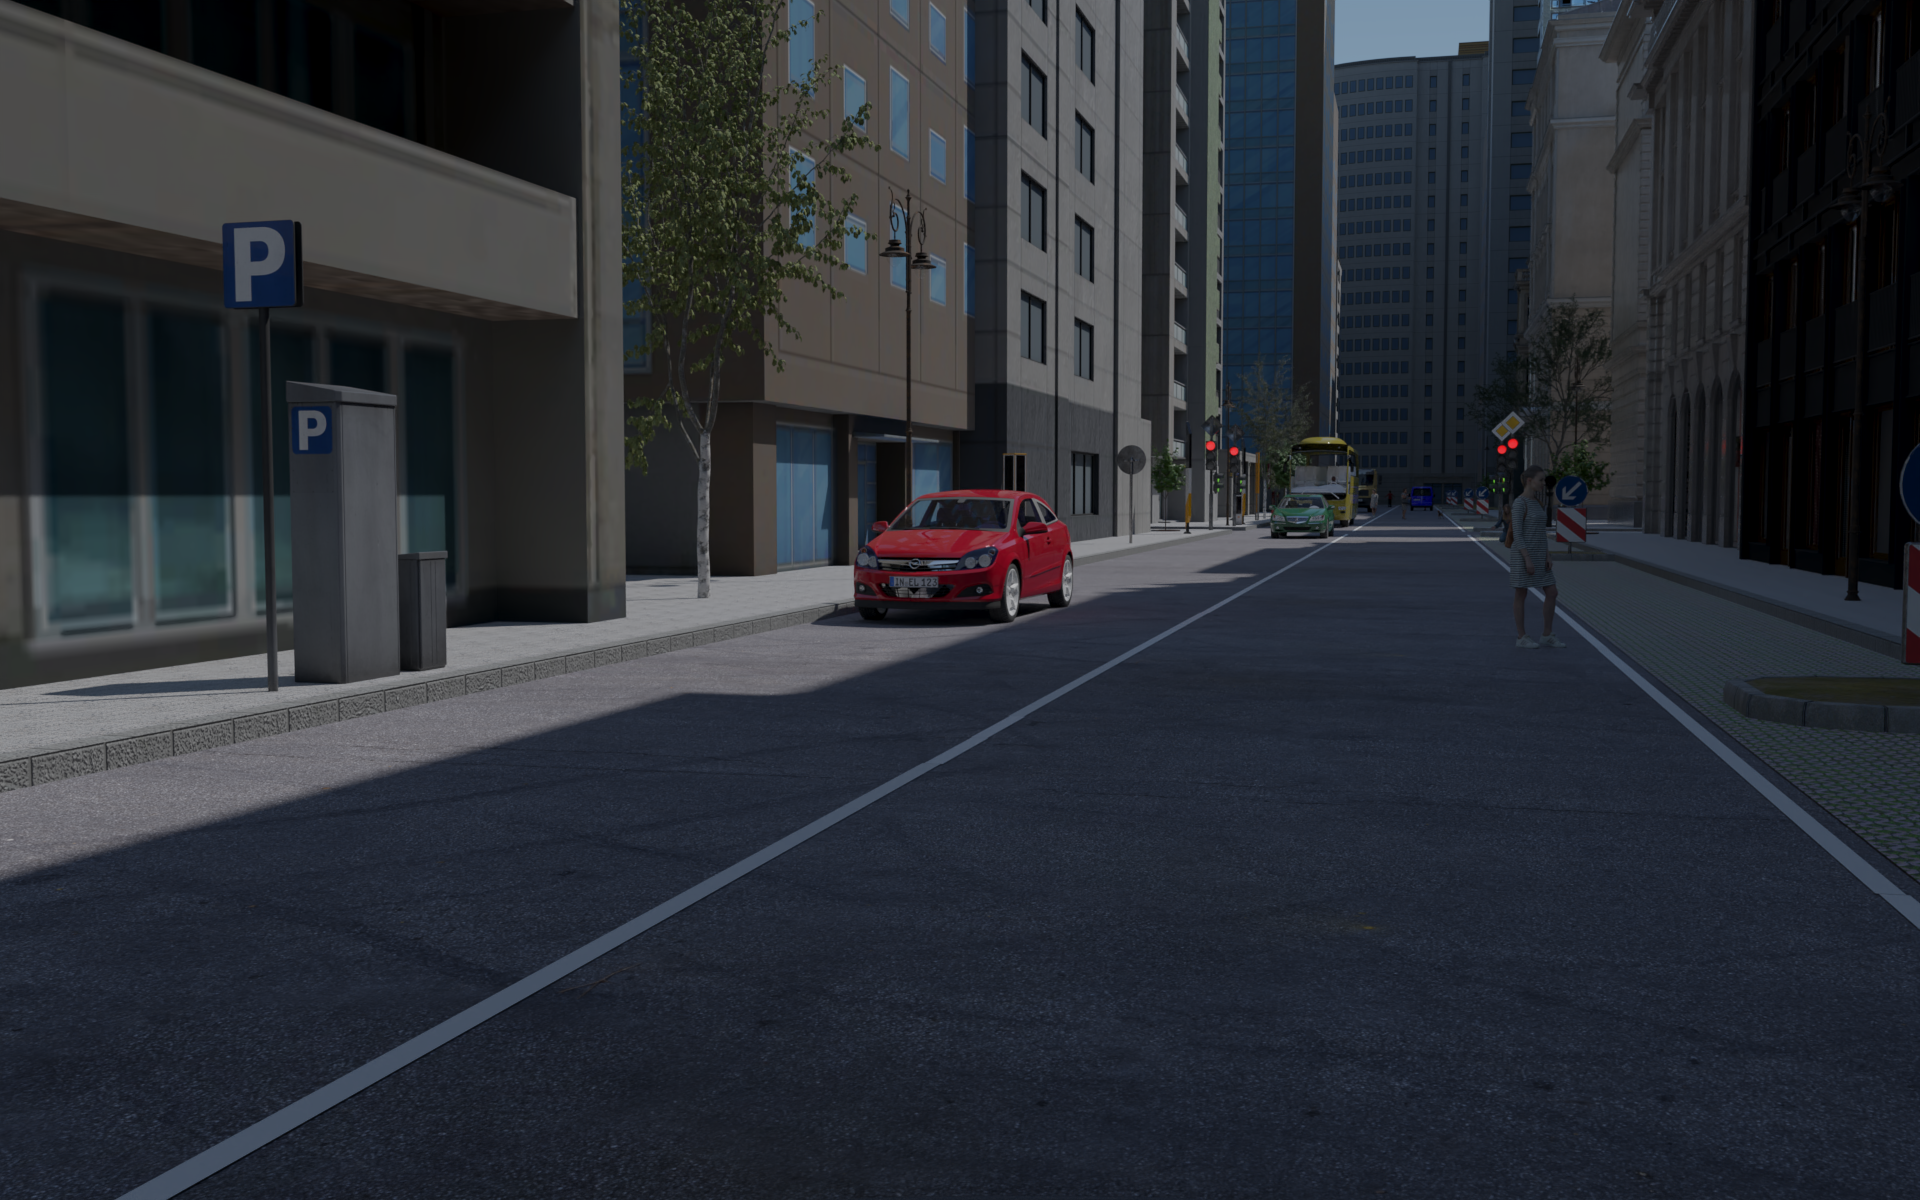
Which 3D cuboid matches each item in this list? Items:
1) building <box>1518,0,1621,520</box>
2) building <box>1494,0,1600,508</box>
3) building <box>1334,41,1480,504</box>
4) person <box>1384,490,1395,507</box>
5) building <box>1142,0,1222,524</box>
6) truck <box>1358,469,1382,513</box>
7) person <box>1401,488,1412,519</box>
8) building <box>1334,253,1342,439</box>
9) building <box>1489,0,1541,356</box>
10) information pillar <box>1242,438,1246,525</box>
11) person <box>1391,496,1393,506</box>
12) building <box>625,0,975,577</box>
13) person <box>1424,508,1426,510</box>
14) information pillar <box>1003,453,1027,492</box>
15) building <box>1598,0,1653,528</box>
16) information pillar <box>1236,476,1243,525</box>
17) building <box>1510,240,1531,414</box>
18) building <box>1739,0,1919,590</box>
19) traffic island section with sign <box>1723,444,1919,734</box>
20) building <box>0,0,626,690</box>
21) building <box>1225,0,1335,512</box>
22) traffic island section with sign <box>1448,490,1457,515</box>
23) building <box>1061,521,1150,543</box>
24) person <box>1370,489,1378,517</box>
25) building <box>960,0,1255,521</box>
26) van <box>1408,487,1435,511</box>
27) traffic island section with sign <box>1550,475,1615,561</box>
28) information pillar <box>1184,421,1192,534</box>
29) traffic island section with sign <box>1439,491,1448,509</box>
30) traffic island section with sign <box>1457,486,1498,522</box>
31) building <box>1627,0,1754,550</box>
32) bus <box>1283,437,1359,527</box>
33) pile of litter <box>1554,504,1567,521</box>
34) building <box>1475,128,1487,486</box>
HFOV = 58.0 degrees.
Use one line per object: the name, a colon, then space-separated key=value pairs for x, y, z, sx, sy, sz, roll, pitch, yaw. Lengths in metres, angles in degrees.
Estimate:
building: x=37.775 y=-18.803 z=93.328 sx=13.634 sy=28.700 sz=20.117 roll=1 pitch=4 yaw=15
building: x=59.206 y=-51.180 z=149.463 sx=22.319 sy=86.520 sz=31.000 roll=1 pitch=4 yaw=15
building: x=58.631 y=-42.167 z=231.430 sx=28.212 sy=58.520 sz=21.231 roll=1 pitch=4 yaw=15
person: x=46.030 y=-10.829 z=185.498 sx=1.348 sy=1.831 sz=0.705 roll=-1 pitch=4 yaw=-12
building: x=3.913 y=-24.106 z=77.731 sx=14.154 sy=41.232 sz=14.086 roll=1 pitch=4 yaw=15
truck: x=31.567 y=-8.617 z=136.805 sx=3.469 sy=3.379 sz=9.791 roll=1 pitch=4 yaw=14
person: x=25.312 y=-5.474 z=98.362 sx=0.532 sy=1.782 sz=0.716 roll=2 pitch=4 yaw=32
building: x=38.810 y=-26.772 z=209.429 sx=14.107 sy=30.474 sz=14.160 roll=1 pitch=4 yaw=15
building: x=65.395 y=-38.987 z=179.439 sx=21.231 sy=58.520 sz=28.212 roll=1 pitch=4 yaw=15
information pillar: x=11.893 y=-4.972 z=72.653 sx=0.183 sy=3.616 sz=0.504 roll=0 pitch=4 yaw=-1
person: x=48.293 y=-11.163 z=194.275 sx=1.065 sy=1.426 sz=0.557 roll=-3 pitch=5 yaw=-40
building: x=-7.812 y=-23.459 z=33.658 sx=14.600 sy=45.320 sz=14.200 roll=1 pitch=4 yaw=15
person: x=40.533 y=-8.539 z=151.339 sx=0.697 sy=1.427 sz=0.421 roll=3 pitch=4 yaw=36
information pillar: x=0.992 y=-1.646 z=31.401 sx=0.304 sy=2.012 sz=0.304 roll=-3 pitch=5 yaw=-43
building: x=35.744 y=-14.583 z=67.316 sx=19.941 sy=23.489 sz=11.050 roll=1 pitch=4 yaw=15
information pillar: x=11.531 y=-4.107 z=71.634 sx=0.304 sy=2.012 sz=0.304 roll=1 pitch=4 yaw=10
building: x=45.787 y=-18.383 z=119.646 sx=14.460 sy=24.649 sz=34.723 roll=1 pitch=4 yaw=15
building: x=19.271 y=-11.898 z=24.215 sx=12.332 sy=23.373 sz=15.834 roll=1 pitch=4 yaw=15
traffic island section with sign: x=6.087 y=-0.155 z=11.159 sx=1.989 sy=1.847 sz=2.006 roll=1 pitch=4 yaw=15
building: x=-16.452 y=-23.572 z=9.101 sx=21.300 sy=48.544 sz=21.600 roll=1 pitch=4 yaw=15
building: x=20.185 y=-29.246 z=128.275 sx=14.600 sy=45.320 sz=14.200 roll=1 pitch=4 yaw=15
traffic island section with sign: x=34.039 y=-6.589 z=116.359 sx=1.989 sy=1.847 sz=2.006 roll=1 pitch=4 yaw=15
building: x=-6.169 y=-37.349 z=48.909 sx=20.611 sy=71.187 sz=20.563 roll=1 pitch=4 yaw=15
person: x=25.402 y=-5.935 z=106.286 sx=0.466 sy=1.731 sz=0.760 roll=0 pitch=4 yaw=6
building: x=7.547 y=-40.755 z=104.596 sx=20.563 sy=71.187 sz=20.611 roll=1 pitch=4 yaw=15
van: x=39.439 y=-8.777 z=147.893 sx=2.240 sy=2.365 sz=5.245 roll=1 pitch=4 yaw=15
traffic island section with sign: x=13.150 y=-1.783 z=37.781 sx=1.989 sy=1.847 sz=2.006 roll=1 pitch=4 yaw=15
information pillar: x=7.351 y=-3.937 z=55.723 sx=0.183 sy=3.616 sz=0.504 roll=0 pitch=4 yaw=-5
traffic island section with sign: x=47.105 y=-9.600 z=165.592 sx=1.989 sy=1.847 sz=2.006 roll=1 pitch=4 yaw=15
traffic island section with sign: x=27.103 y=-4.996 z=90.308 sx=1.989 sy=1.847 sz=2.006 roll=1 pitch=4 yaw=15
building: x=25.010 y=-12.326 z=43.337 sx=13.314 sy=21.916 sz=24.055 roll=1 pitch=4 yaw=15
bus: x=16.529 y=-5.306 z=78.292 sx=2.896 sy=3.916 sz=12.252 roll=1 pitch=4 yaw=15
pile of litter: x=28.921 y=-4.189 z=82.449 sx=1.176 sy=0.858 sz=1.719 roll=1 pitch=4 yaw=14
building: x=67.995 y=-33.728 z=201.555 sx=14.600 sy=45.320 sz=14.200 roll=1 pitch=4 yaw=15
